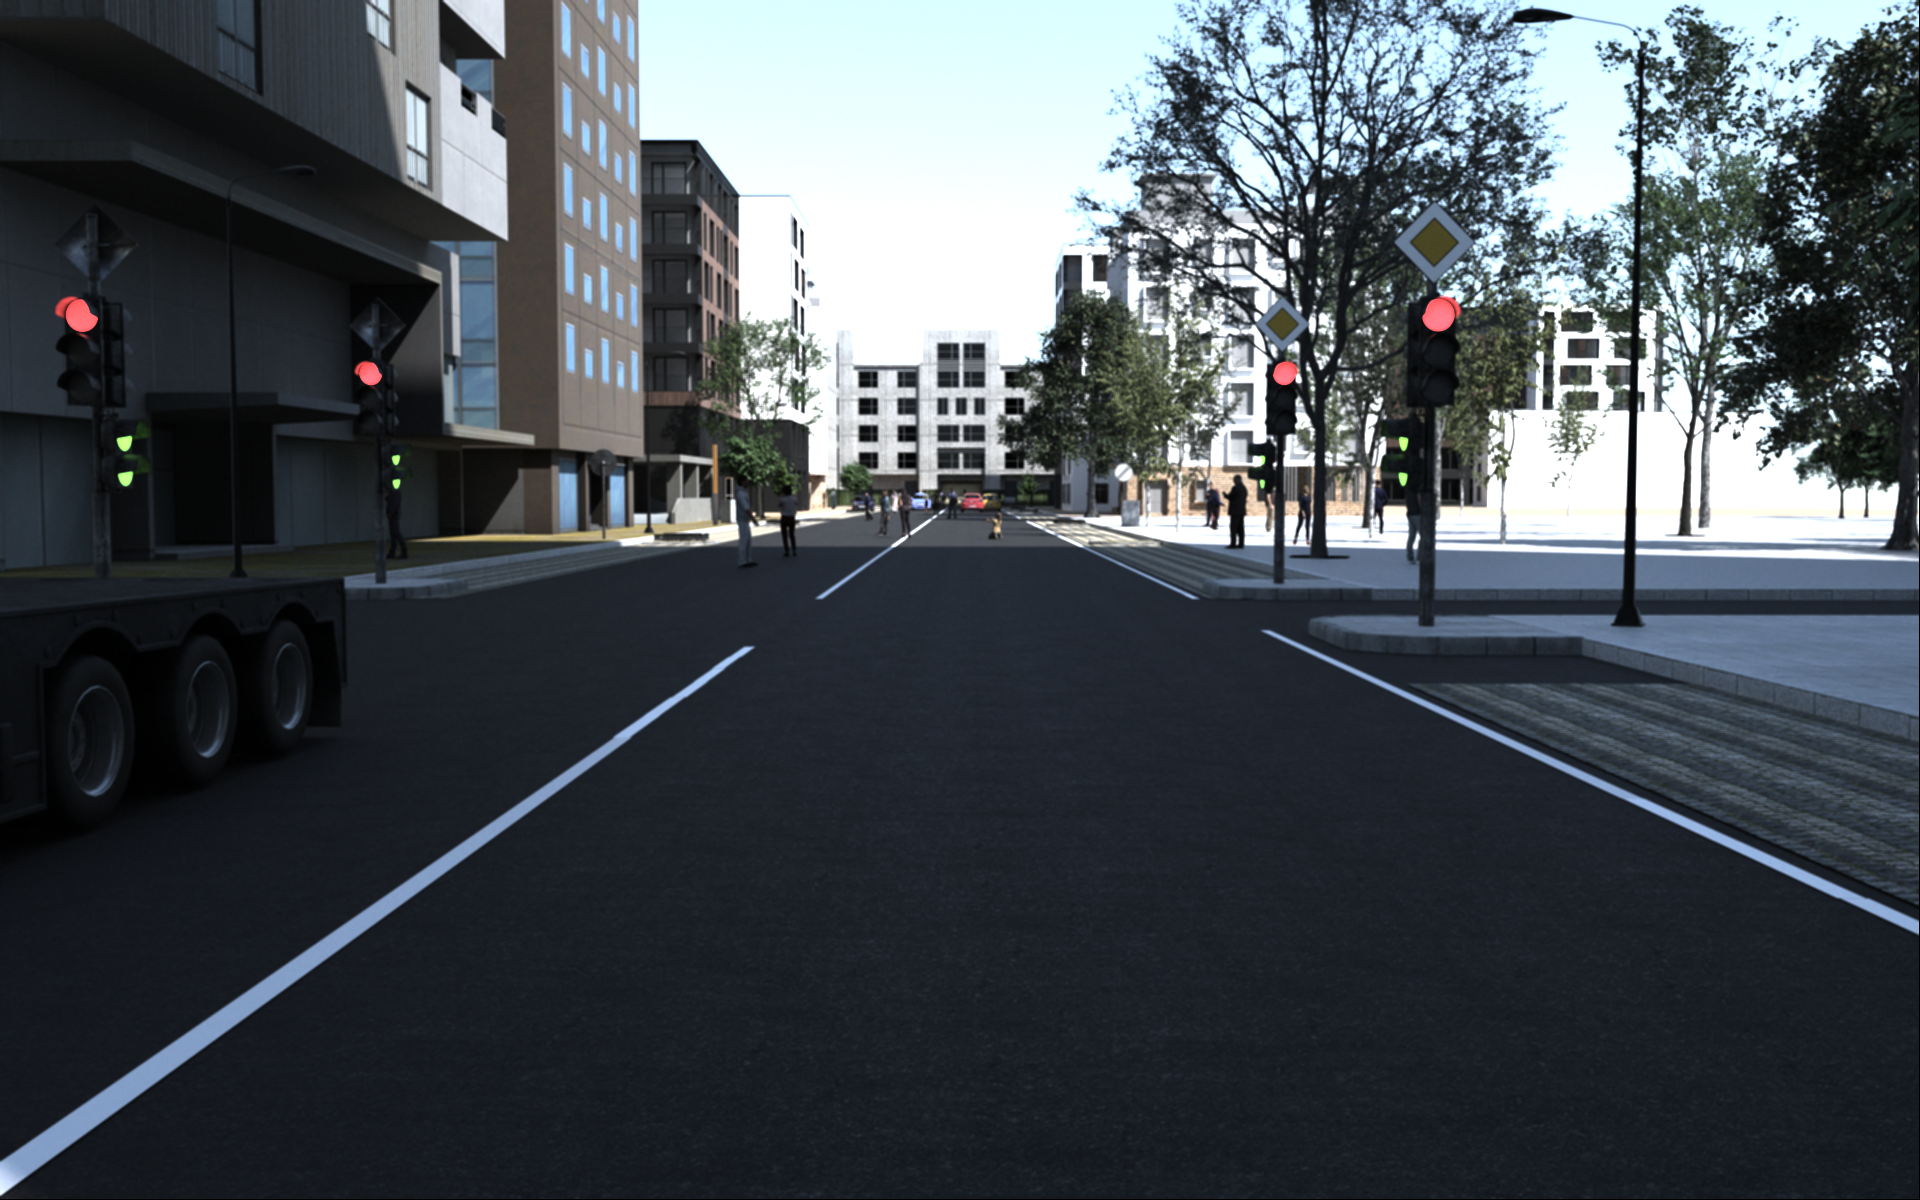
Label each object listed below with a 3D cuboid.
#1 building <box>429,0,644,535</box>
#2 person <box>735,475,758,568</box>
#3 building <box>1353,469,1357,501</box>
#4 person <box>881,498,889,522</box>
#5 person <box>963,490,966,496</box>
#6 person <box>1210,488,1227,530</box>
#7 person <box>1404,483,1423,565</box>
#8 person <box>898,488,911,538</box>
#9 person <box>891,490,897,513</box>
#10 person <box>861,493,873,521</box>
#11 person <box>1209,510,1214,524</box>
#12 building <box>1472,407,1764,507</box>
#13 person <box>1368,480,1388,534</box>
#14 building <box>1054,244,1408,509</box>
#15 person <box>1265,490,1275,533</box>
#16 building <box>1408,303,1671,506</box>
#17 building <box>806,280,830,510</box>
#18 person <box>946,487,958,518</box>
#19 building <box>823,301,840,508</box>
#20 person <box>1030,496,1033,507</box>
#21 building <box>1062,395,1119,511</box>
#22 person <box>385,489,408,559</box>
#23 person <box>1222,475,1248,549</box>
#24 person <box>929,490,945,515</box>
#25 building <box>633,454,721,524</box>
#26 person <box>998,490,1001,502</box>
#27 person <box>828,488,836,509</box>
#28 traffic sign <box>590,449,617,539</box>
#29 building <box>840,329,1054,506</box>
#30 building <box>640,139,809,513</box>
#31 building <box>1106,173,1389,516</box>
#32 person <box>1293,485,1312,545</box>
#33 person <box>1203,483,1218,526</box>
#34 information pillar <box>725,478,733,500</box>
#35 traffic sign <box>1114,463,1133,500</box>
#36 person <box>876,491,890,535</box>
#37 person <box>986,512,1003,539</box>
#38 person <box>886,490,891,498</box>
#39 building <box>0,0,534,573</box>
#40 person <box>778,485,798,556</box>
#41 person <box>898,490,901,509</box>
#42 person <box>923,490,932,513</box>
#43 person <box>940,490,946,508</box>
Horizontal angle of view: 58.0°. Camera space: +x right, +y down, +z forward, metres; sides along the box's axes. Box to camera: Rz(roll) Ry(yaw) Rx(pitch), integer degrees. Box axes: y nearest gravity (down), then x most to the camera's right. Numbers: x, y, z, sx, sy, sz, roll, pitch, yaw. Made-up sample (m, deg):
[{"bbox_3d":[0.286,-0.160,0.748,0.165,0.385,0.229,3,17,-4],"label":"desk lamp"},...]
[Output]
[{"bbox_3d":[-19.387,-25.070,60.010,14.600,45.320,14.200,0,4,0],"label":"building"},{"bbox_3d":[-4.153,-1.541,33.844,0.789,1.805,0.875,0,4,-7],"label":"person"},{"bbox_3d":[27.502,-20.036,194.047,31.486,18.905,16.747,0,4,0],"label":"building"},{"bbox_3d":[-3.864,-4.826,89.470,0.516,1.574,0.319,3,5,43],"label":"person"},{"bbox_3d":[0.373,-8.856,153.258,0.705,1.831,1.348,1,4,9],"label":"person"},{"bbox_3d":[9.234,-3.253,61.925,0.600,1.496,0.574,1,4,10],"label":"person"},{"bbox_3d":[8.363,-1.554,31.584,0.434,1.807,0.598,0,4,-6],"label":"person"},{"bbox_3d":[-1.811,-2.840,56.406,0.415,1.643,0.593,1,4,11],"label":"person"},{"bbox_3d":[-5.019,-7.523,132.177,0.551,1.740,0.621,1,4,12],"label":"person"},{"bbox_3d":[-5.077,-5.061,93.939,0.600,1.496,0.574,1,4,17],"label":"person"},{"bbox_3d":[10.647,-3.869,73.216,0.435,1.345,0.340,1,4,18],"label":"person"},{"bbox_3d":[64.688,-13.975,170.637,28.070,9.664,9.099,0,4,0],"label":"building"},{"bbox_3d":[13.317,-2.970,55.303,0.576,1.737,0.504,0,4,-6],"label":"person"},{"bbox_3d":[22.425,-19.196,157.821,27.936,21.610,32.646,0,4,0],"label":"building"},{"bbox_3d":[10.251,-3.111,57.028,0.434,1.807,0.598,1,4,20],"label":"person"},{"bbox_3d":[59.591,-21.739,199.407,32.646,21.610,27.936,0,4,0],"label":"building"},{"bbox_3d":[-19.577,-18.014,150.953,16.016,20.091,11.380,0,4,0],"label":"building"},{"bbox_3d":[-0.483,-5.704,101.626,0.709,1.838,0.599,1,4,10],"label":"person"},{"bbox_3d":[-28.192,-18.354,166.541,31.486,18.905,16.747,0,4,0],"label":"building"},{"bbox_3d":[7.092,-10.179,172.487,0.705,1.823,1.348,0,4,1],"label":"person"},{"bbox_3d":[12.704,-11.363,127.925,9.099,9.664,28.070,0,4,0],"label":"building"},{"bbox_3d":[-11.181,-1.666,34.207,0.530,1.710,0.541,-1,4,-12],"label":"person"},{"bbox_3d":[6.484,-2.090,40.895,0.600,1.739,0.565,1,4,13],"label":"person"},{"bbox_3d":[-1.586,-6.750,119.586,1.217,1.735,0.721,1,4,20],"label":"person"},{"bbox_3d":[-28.266,-23.730,79.866,32.217,40.220,23.993,0,4,0],"label":"building"},{"bbox_3d":[3.773,-9.434,162.880,0.705,1.807,1.348,0,4,-2],"label":"person"},{"bbox_3d":[-10.635,-8.489,144.922,0.705,1.814,1.350,1,4,21],"label":"person"},{"bbox_3d":[-10.170,-3.015,49.408,0.768,2.556,0.104,0,4,3],"label":"traffic sign"},{"bbox_3d":[-4.053,-20.053,194.322,31.486,18.905,16.747,0,4,0],"label":"building"},{"bbox_3d":[-25.558,-16.666,116.465,27.936,21.610,32.646,0,4,0],"label":"building"},{"bbox_3d":[17.281,-15.381,107.898,16.016,20.091,11.380,0,4,0],"label":"building"},{"bbox_3d":[8.680,-2.160,43.897,0.613,1.512,0.480,3,5,43],"label":"person"},{"bbox_3d":[9.945,-3.772,68.637,0.530,1.710,0.541,-2,4,-30],"label":"person"},{"bbox_3d":[-10.307,-4.462,77.440,0.304,2.012,0.304,0,4,5],"label":"information pillar"},{"bbox_3d":[6.774,-4.380,71.716,0.768,2.556,0.104,1,4,8],"label":"traffic sign"},{"bbox_3d":[-2.640,-3.030,60.249,0.429,1.552,0.499,2,4,26],"label":"person"},{"bbox_3d":[1.094,-2.365,55.088,0.347,0.859,0.695,-2,4,-32],"label":"person"},{"bbox_3d":[-7.435,-10.284,176.661,1.348,1.821,0.705,-1,4,-11],"label":"person"},{"bbox_3d":[-26.622,-27.495,38.787,28.713,52.752,27.495,0,4,0],"label":"building"},{"bbox_3d":[-3.987,-1.835,39.964,0.517,1.644,0.566,1,4,21],"label":"person"},{"bbox_3d":[-5.548,-9.379,161.843,0.705,1.824,1.348,1,4,16],"label":"person"},{"bbox_3d":[-2.522,-7.610,133.717,0.721,1.735,1.217,2,4,30],"label":"person"},{"bbox_3d":[-1.688,-10.145,174.239,0.709,1.838,0.599,-2,4,-24],"label":"person"}]
